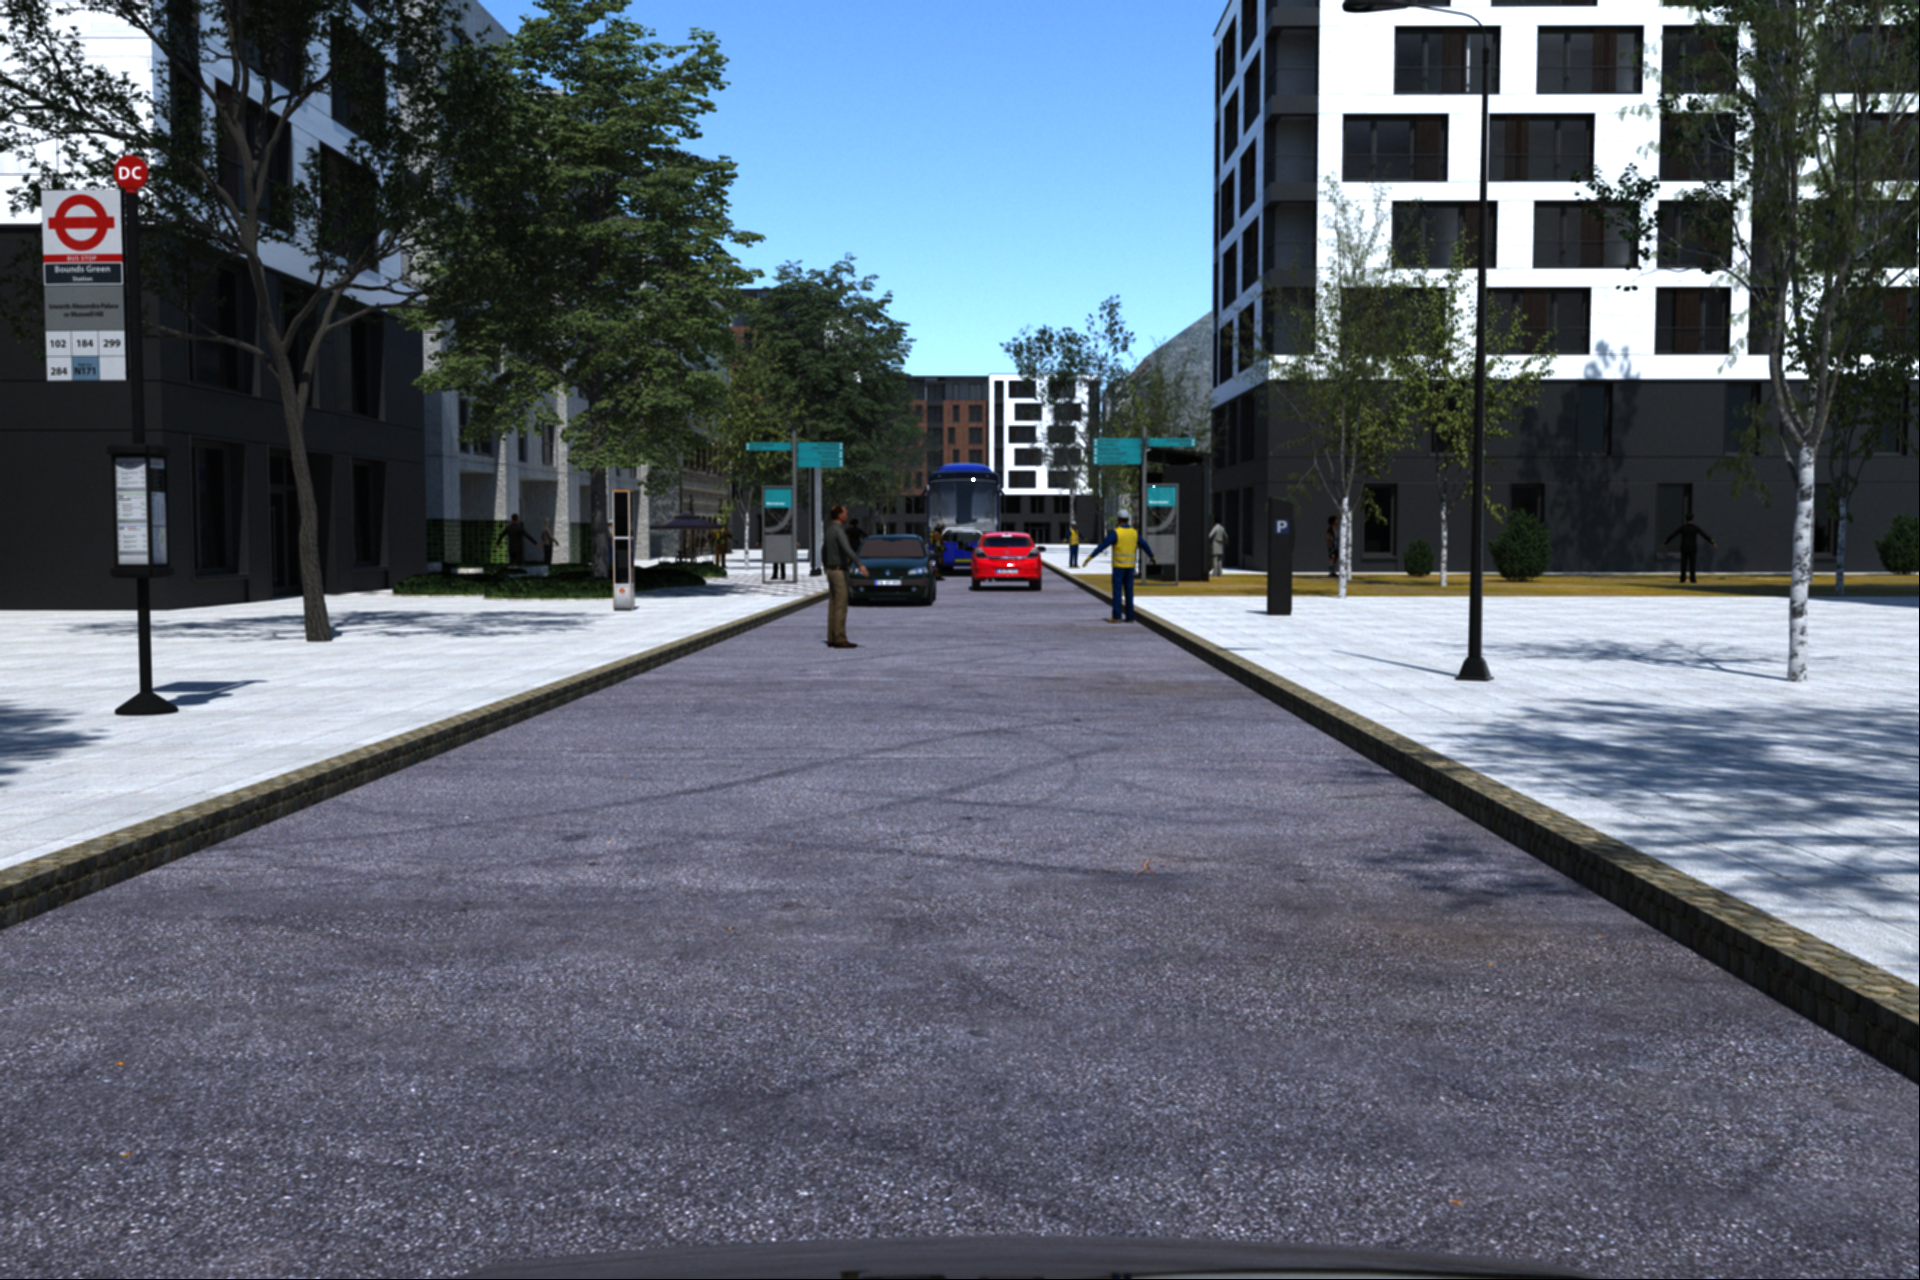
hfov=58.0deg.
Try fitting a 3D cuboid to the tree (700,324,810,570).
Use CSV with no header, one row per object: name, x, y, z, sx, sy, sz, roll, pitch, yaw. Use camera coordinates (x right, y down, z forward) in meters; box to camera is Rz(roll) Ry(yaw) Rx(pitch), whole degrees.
tree,-7.535,-6.814,61.765,4.737,8.622,4.395,0,3,0

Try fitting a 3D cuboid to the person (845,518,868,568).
person,-3.102,-2.725,51.280,1.216,1.740,0.721,0,4,1

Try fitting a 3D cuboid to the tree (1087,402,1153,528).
tree,8.841,-8.989,97.329,4.360,8.622,3.978,0,3,0

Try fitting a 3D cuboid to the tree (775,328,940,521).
tree,-6.385,-11.732,102.189,12.009,13.543,11.850,0,3,0

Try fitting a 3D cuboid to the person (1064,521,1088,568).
person,4.364,-3.613,65.542,1.216,1.772,0.721,-3,4,-39

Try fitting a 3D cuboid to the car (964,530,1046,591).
car,1.189,-2.215,45.249,2.155,1.783,4.494,0,4,0

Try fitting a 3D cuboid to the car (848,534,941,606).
car,-1.385,-1.601,35.956,2.009,1.686,4.222,0,4,1

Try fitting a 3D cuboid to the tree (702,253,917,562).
tree,-6.710,-10.501,78.352,9.857,13.997,8.962,0,3,0

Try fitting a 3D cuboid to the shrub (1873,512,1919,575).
shrub,29.849,-3.077,54.734,1.690,2.028,1.600,0,3,0

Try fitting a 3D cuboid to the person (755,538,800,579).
person,-5.131,-2.615,48.940,1.347,1.806,0.705,1,4,15

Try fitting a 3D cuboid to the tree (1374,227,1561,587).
tree,11.898,-5.590,41.758,4.737,8.622,4.395,0,3,0

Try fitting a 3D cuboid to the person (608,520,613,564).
person,-13.662,-3.804,68.054,0.705,1.847,1.347,-1,4,-21

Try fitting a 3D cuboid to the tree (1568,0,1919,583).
tree,22.919,-11.623,45.922,12.611,20.169,13.585,0,3,0

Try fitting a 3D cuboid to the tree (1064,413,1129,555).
tree,8.992,-9.411,104.232,4.360,8.622,3.978,0,3,0

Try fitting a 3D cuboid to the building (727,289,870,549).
building,-23.197,-19.375,160.759,27.936,21.610,32.646,0,4,0

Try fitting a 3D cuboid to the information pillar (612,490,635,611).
information pillar,-5.641,-1.501,29.028,0.304,2.012,0.304,0,4,1

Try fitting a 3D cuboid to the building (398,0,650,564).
building,-24.059,-12.413,69.417,16.747,18.905,31.486,0,4,1

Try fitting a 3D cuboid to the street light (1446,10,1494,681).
street light,5.081,-2.602,15.089,1.470,5.913,1.316,0,4,1

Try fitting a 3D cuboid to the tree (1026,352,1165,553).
tree,9.454,-12.667,117.470,12.009,13.543,11.850,0,3,0

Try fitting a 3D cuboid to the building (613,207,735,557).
building,-24.400,-16.691,103.822,19.493,23.208,18.063,0,4,1

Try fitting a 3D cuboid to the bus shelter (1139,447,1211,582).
bus shelter,5.953,-3.573,49.707,1.731,3.624,6.357,0,4,0

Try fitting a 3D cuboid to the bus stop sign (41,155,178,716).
bus stop sign,-6.060,-1.445,12.325,0.855,3.939,0.416,0,4,2

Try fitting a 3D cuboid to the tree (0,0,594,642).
tree,-7.960,-5.275,20.656,7.601,10.594,8.767,2,4,34

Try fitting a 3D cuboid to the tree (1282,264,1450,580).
tree,11.036,-5.963,47.856,4.737,8.622,4.395,0,3,0

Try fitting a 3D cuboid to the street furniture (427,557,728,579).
street furniture,-11.816,-2.068,49.441,10.072,0.657,5.734,0,4,-1

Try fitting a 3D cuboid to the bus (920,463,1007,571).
bus,0.221,-4.413,63.701,2.896,3.916,12.251,0,4,1

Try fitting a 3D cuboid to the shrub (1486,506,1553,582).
shrub,15.054,-2.576,46.542,1.690,2.028,1.600,0,3,0

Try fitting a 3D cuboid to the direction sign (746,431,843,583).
direction sign,-4.267,-3.467,45.452,2.525,3.948,1.411,0,4,1

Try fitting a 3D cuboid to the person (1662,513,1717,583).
person,19.174,-2.424,45.564,1.347,1.837,0.705,2,4,27

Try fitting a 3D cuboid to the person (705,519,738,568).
person,-9.089,-3.670,65.767,1.354,1.858,0.705,1,4,14

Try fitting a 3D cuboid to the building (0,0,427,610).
building,-27.228,-11.150,26.271,27.936,21.610,32.646,0,4,0

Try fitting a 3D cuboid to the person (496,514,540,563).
person,-11.379,-2.335,44.406,1.346,1.802,0.704,1,4,21

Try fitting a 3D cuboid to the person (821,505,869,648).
person,-1.511,-0.805,21.888,0.705,1.796,1.348,-2,4,-26

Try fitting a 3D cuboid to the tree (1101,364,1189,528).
tree,8.012,-7.656,75.534,4.737,8.622,4.395,0,3,0

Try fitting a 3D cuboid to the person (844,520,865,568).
person,-4.118,-3.669,66.119,1.346,1.812,0.704,1,4,17

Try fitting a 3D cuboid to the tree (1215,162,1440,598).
tree,7.745,-5.130,34.237,4.360,8.622,3.978,0,3,0

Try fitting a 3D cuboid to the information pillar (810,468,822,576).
information pillar,-4.422,-3.781,53.138,0.184,3.620,1.656,0,4,2

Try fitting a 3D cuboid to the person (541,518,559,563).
person,-13.448,-3.090,56.642,0.705,1.813,1.348,-2,4,-31

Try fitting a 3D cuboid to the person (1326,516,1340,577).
person,11.159,-2.781,51.621,0.704,1.843,1.345,2,4,33

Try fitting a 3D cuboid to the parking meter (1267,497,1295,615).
parking meter,5.080,-1.327,27.405,0.399,1.863,0.255,0,4,1

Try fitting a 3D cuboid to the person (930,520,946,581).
person,-0.615,-2.763,53.394,0.705,1.858,1.354,0,4,6

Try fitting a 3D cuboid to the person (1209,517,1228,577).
person,7.743,-2.823,52.350,0.705,1.806,1.347,3,5,44

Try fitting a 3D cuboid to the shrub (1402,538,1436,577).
shrub,13.703,-2.481,51.681,1.383,1.207,1.383,0,3,0

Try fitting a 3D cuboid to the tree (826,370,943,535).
tree,-6.284,-13.307,127.935,12.009,13.543,11.850,0,3,0

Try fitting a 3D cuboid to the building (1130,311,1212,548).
building,25.708,-19.976,157.528,19.493,23.208,18.063,0,4,1

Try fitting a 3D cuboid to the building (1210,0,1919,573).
building,24.312,-14.031,73.389,27.936,21.610,32.646,0,4,1

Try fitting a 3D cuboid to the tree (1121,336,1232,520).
tree,7.854,-6.969,64.310,4.360,8.622,3.978,0,3,0

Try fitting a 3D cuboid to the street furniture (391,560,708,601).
street furniture,-8.855,-1.396,38.458,5.734,0.657,10.072,0,4,6

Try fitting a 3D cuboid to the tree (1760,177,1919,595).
tree,18.658,-5.238,36.008,4.737,8.622,4.395,0,3,0

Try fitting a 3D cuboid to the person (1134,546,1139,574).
person,5.654,-2.856,55.969,0.599,1.433,0.991,-2,4,-30

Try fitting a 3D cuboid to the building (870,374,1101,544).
building,1.278,-23.626,232.719,32.646,21.610,27.936,0,4,-1

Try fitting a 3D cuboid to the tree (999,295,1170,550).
tree,9.825,-17.227,137.554,12.611,20.169,13.585,0,3,0

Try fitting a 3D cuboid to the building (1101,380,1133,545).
building,26.238,-20.788,206.336,16.747,18.905,31.486,0,4,1

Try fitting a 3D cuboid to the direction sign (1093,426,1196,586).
direction sign,4.549,-3.278,42.365,2.525,3.948,1.411,0,4,1

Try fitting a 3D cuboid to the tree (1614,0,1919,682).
tree,7.084,-3.941,14.798,4.360,8.622,3.978,0,3,0

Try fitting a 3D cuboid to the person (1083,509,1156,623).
person,2.624,-1.199,28.027,1.349,1.833,0.705,-2,4,-25

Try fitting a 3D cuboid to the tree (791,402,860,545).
tree,-6.949,-8.534,89.897,4.737,8.622,4.395,0,3,0

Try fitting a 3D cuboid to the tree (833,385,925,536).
tree,-5.736,-11.439,112.784,9.928,11.665,9.643,0,3,0

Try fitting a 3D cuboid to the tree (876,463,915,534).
tree,-6.396,-11.743,142.365,4.360,8.622,3.978,0,3,0

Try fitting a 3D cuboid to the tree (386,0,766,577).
tree,-7.585,-7.162,35.219,7.486,12.596,7.792,0,3,0
